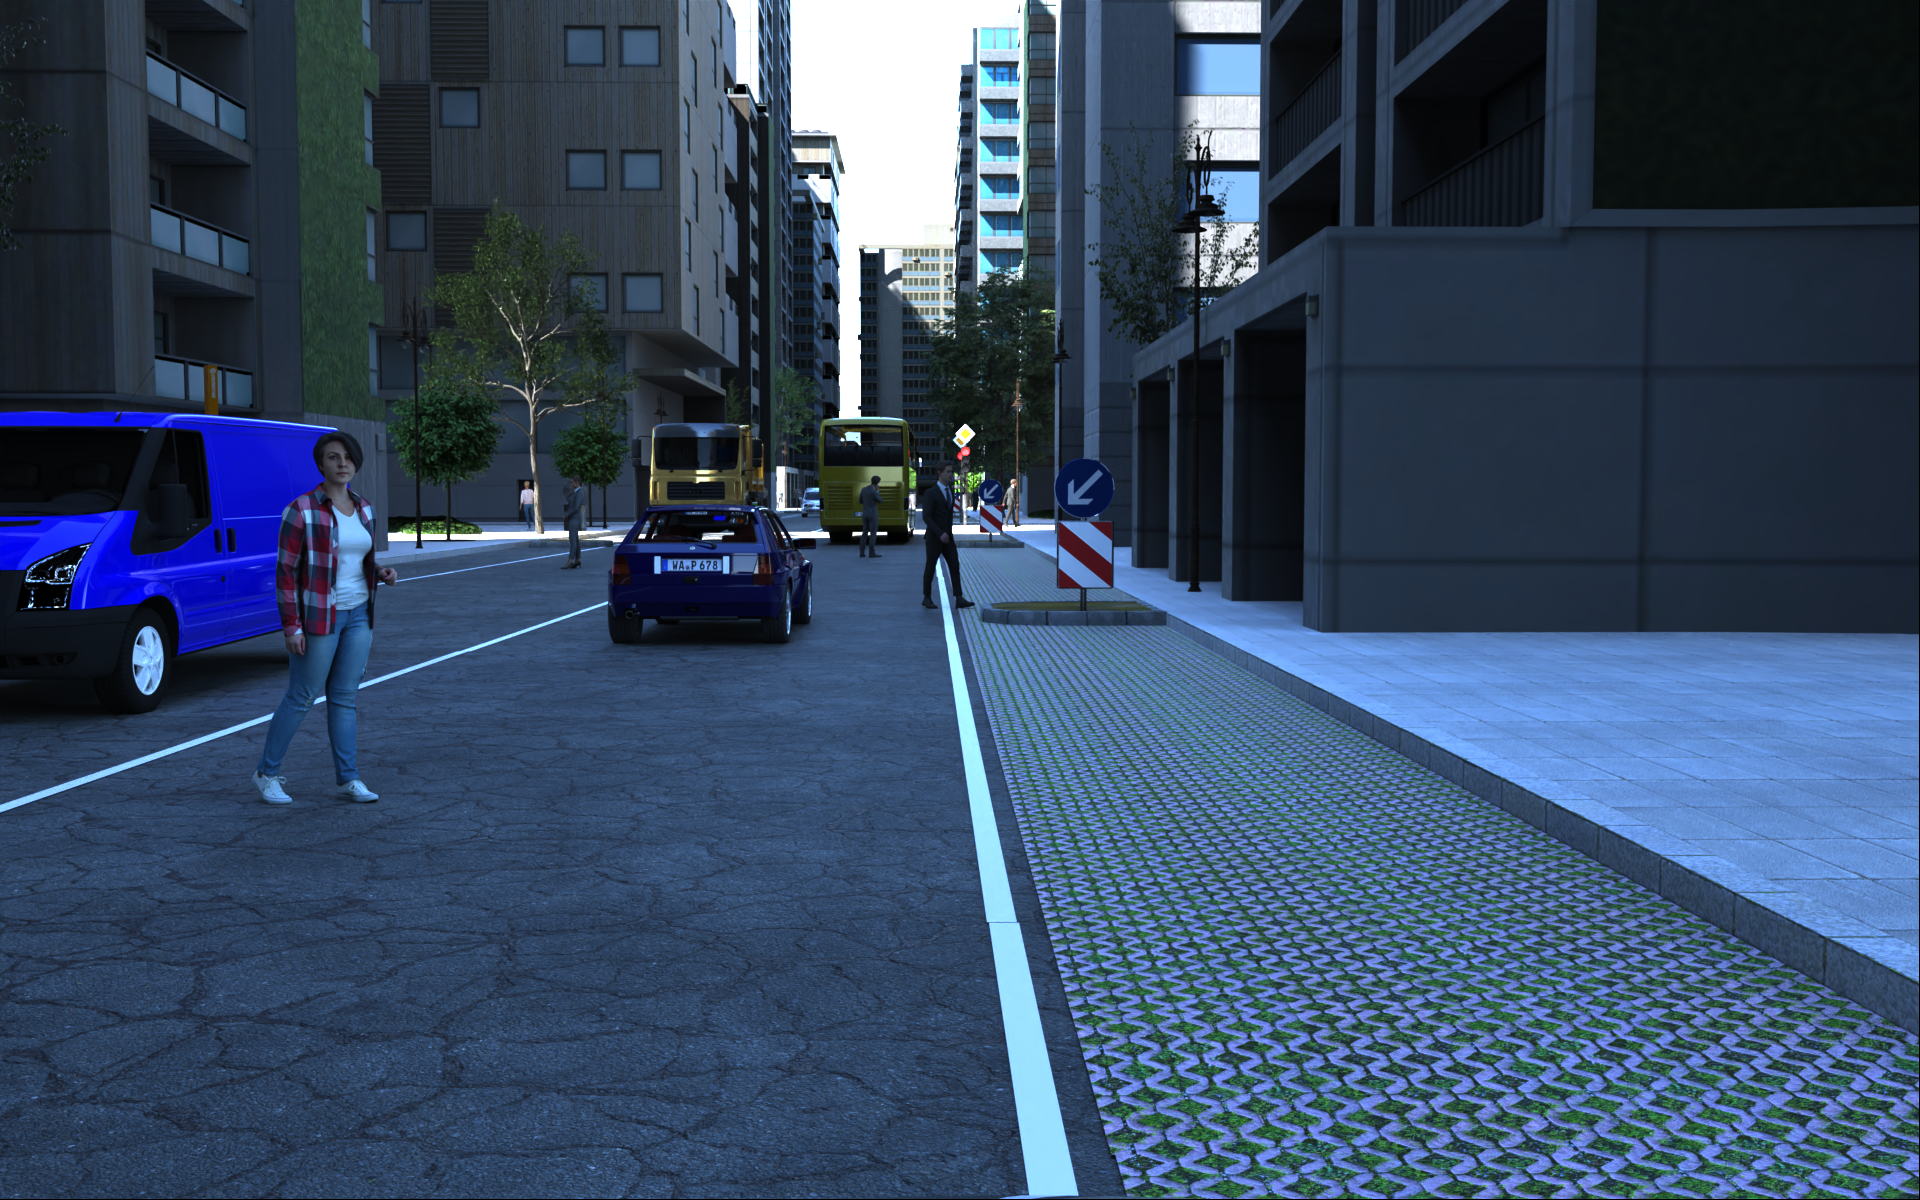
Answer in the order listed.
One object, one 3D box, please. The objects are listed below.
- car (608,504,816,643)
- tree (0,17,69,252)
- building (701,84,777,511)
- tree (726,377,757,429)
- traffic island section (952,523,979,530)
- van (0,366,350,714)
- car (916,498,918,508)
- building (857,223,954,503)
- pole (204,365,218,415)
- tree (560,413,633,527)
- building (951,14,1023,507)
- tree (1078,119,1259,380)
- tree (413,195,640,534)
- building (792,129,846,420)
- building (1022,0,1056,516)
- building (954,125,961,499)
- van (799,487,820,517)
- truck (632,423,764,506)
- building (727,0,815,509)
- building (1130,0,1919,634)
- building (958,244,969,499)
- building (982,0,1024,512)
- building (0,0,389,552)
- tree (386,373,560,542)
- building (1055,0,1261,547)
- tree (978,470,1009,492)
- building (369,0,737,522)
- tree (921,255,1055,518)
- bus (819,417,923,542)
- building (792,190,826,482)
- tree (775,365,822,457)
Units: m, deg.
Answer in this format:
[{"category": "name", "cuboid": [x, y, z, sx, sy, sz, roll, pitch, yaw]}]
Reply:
[{"category": "car", "cuboid": [-2.503, -0.330, 17.978, 1.945, 1.354, 3.894, 0, 4, 0]}, {"category": "tree", "cuboid": [-13.778, -4.392, 22.176, 4.360, 8.622, 3.978, 0, 3, 0]}, {"category": "building", "cuboid": [-20.663, -21.448, 122.377, 14.160, 30.474, 14.107, 0, 4, -1]}, {"category": "tree", "cuboid": [-14.877, -9.717, 109.229, 4.737, 8.622, 4.395, 0, 3, 0]}, {"category": "traffic island section", "cuboid": [0.080, -3.383, 77.600, 2.009, 0.180, 2.903, 0, 4, -1]}, {"category": "van", "cuboid": [-6.273, -0.530, 13.048, 2.240, 2.365, 5.245, 0, 4, -1]}, {"category": "car", "cuboid": [-5.333, -10.267, 179.863, 2.014, 1.417, 4.499, 0, 4, -3]}, {"category": "building", "cuboid": [-2.704, -34.233, 251.591, 23.993, 40.220, 32.217, 0, 4, -1]}, {"category": "pole", "cuboid": [-11.879, -2.061, 27.546, 0.158, 3.312, 0.155, 0, 3, 0]}, {"category": "tree", "cuboid": [-14.412, -5.147, 67.865, 4.285, 4.588, 4.351, 0, 3, 0]}, {"category": "building", "cuboid": [11.022, -34.123, 177.515, 23.786, 49.044, 30.456, 0, 4, -1]}, {"category": "tree", "cuboid": [4.328, -5.136, 34.343, 4.360, 8.622, 3.978, 0, 3, 0]}, {"category": "tree", "cuboid": [-13.750, -7.373, 54.959, 7.601, 10.594, 8.767, -1, 4, -12]}, {"category": "building", "cuboid": [-28.576, -40.384, 249.521, 27.495, 52.752, 28.713, 0, 4, -1]}, {"category": "building", "cuboid": [10.800, -25.863, 106.461, 14.154, 41.232, 14.086, 0, 4, -1]}, {"category": "building", "cuboid": [10.044, -36.323, 217.579, 21.300, 48.544, 21.600, 0, 4, -1]}, {"category": "van", "cuboid": [-9.001, -6.181, 108.065, 2.013, 2.044, 4.112, 0, 4, -2]}, {"category": "truck", "cuboid": [-7.222, -3.305, 49.969, 3.469, 3.379, 9.791, 0, 4, -3]}, {"category": "building", "cuboid": [-26.032, -45.498, 182.149, 20.563, 71.187, 20.611, 0, 4, -1]}, {"category": "building", "cuboid": [13.457, -35.494, 18.587, 20.563, 71.187, 20.611, 0, 4, -1]}, {"category": "building", "cuboid": [6.762, -26.210, 200.242, 14.160, 30.474, 14.107, 0, 4, -1]}, {"category": "building", "cuboid": [13.403, -50.333, 135.622, 22.319, 86.520, 31.000, 0, 4, -1]}, {"category": "building", "cuboid": [-19.788, -21.241, 30.891, 14.154, 41.232, 14.086, 0, 4, -1]}, {"category": "tree", "cuboid": [-14.076, -3.888, 47.289, 4.285, 4.588, 4.351, 0, 3, 0]}, {"category": "building", "cuboid": [13.566, -31.334, 54.311, 21.231, 58.520, 28.212, 0, 4, -1]}, {"category": "tree", "cuboid": [2.387, -7.041, 109.720, 1.663, 3.219, 1.824, 0, 3, 0]}, {"category": "building", "cuboid": [-26.077, -30.560, 88.895, 28.713, 52.752, 27.495, 0, 4, -1]}, {"category": "tree", "cuboid": [2.086, -11.448, 93.828, 9.857, 13.997, 8.962, 0, 3, 0]}, {"category": "bus", "cuboid": [-2.716, -3.841, 54.345, 2.896, 3.916, 12.252, 0, 4, 0]}, {"category": "building", "cuboid": [-28.812, -31.830, 212.304, 23.993, 40.220, 32.217, 0, 4, -1]}, {"category": "tree", "cuboid": [-15.017, -12.885, 136.431, 9.928, 11.665, 9.643, 0, 3, 0]}]
